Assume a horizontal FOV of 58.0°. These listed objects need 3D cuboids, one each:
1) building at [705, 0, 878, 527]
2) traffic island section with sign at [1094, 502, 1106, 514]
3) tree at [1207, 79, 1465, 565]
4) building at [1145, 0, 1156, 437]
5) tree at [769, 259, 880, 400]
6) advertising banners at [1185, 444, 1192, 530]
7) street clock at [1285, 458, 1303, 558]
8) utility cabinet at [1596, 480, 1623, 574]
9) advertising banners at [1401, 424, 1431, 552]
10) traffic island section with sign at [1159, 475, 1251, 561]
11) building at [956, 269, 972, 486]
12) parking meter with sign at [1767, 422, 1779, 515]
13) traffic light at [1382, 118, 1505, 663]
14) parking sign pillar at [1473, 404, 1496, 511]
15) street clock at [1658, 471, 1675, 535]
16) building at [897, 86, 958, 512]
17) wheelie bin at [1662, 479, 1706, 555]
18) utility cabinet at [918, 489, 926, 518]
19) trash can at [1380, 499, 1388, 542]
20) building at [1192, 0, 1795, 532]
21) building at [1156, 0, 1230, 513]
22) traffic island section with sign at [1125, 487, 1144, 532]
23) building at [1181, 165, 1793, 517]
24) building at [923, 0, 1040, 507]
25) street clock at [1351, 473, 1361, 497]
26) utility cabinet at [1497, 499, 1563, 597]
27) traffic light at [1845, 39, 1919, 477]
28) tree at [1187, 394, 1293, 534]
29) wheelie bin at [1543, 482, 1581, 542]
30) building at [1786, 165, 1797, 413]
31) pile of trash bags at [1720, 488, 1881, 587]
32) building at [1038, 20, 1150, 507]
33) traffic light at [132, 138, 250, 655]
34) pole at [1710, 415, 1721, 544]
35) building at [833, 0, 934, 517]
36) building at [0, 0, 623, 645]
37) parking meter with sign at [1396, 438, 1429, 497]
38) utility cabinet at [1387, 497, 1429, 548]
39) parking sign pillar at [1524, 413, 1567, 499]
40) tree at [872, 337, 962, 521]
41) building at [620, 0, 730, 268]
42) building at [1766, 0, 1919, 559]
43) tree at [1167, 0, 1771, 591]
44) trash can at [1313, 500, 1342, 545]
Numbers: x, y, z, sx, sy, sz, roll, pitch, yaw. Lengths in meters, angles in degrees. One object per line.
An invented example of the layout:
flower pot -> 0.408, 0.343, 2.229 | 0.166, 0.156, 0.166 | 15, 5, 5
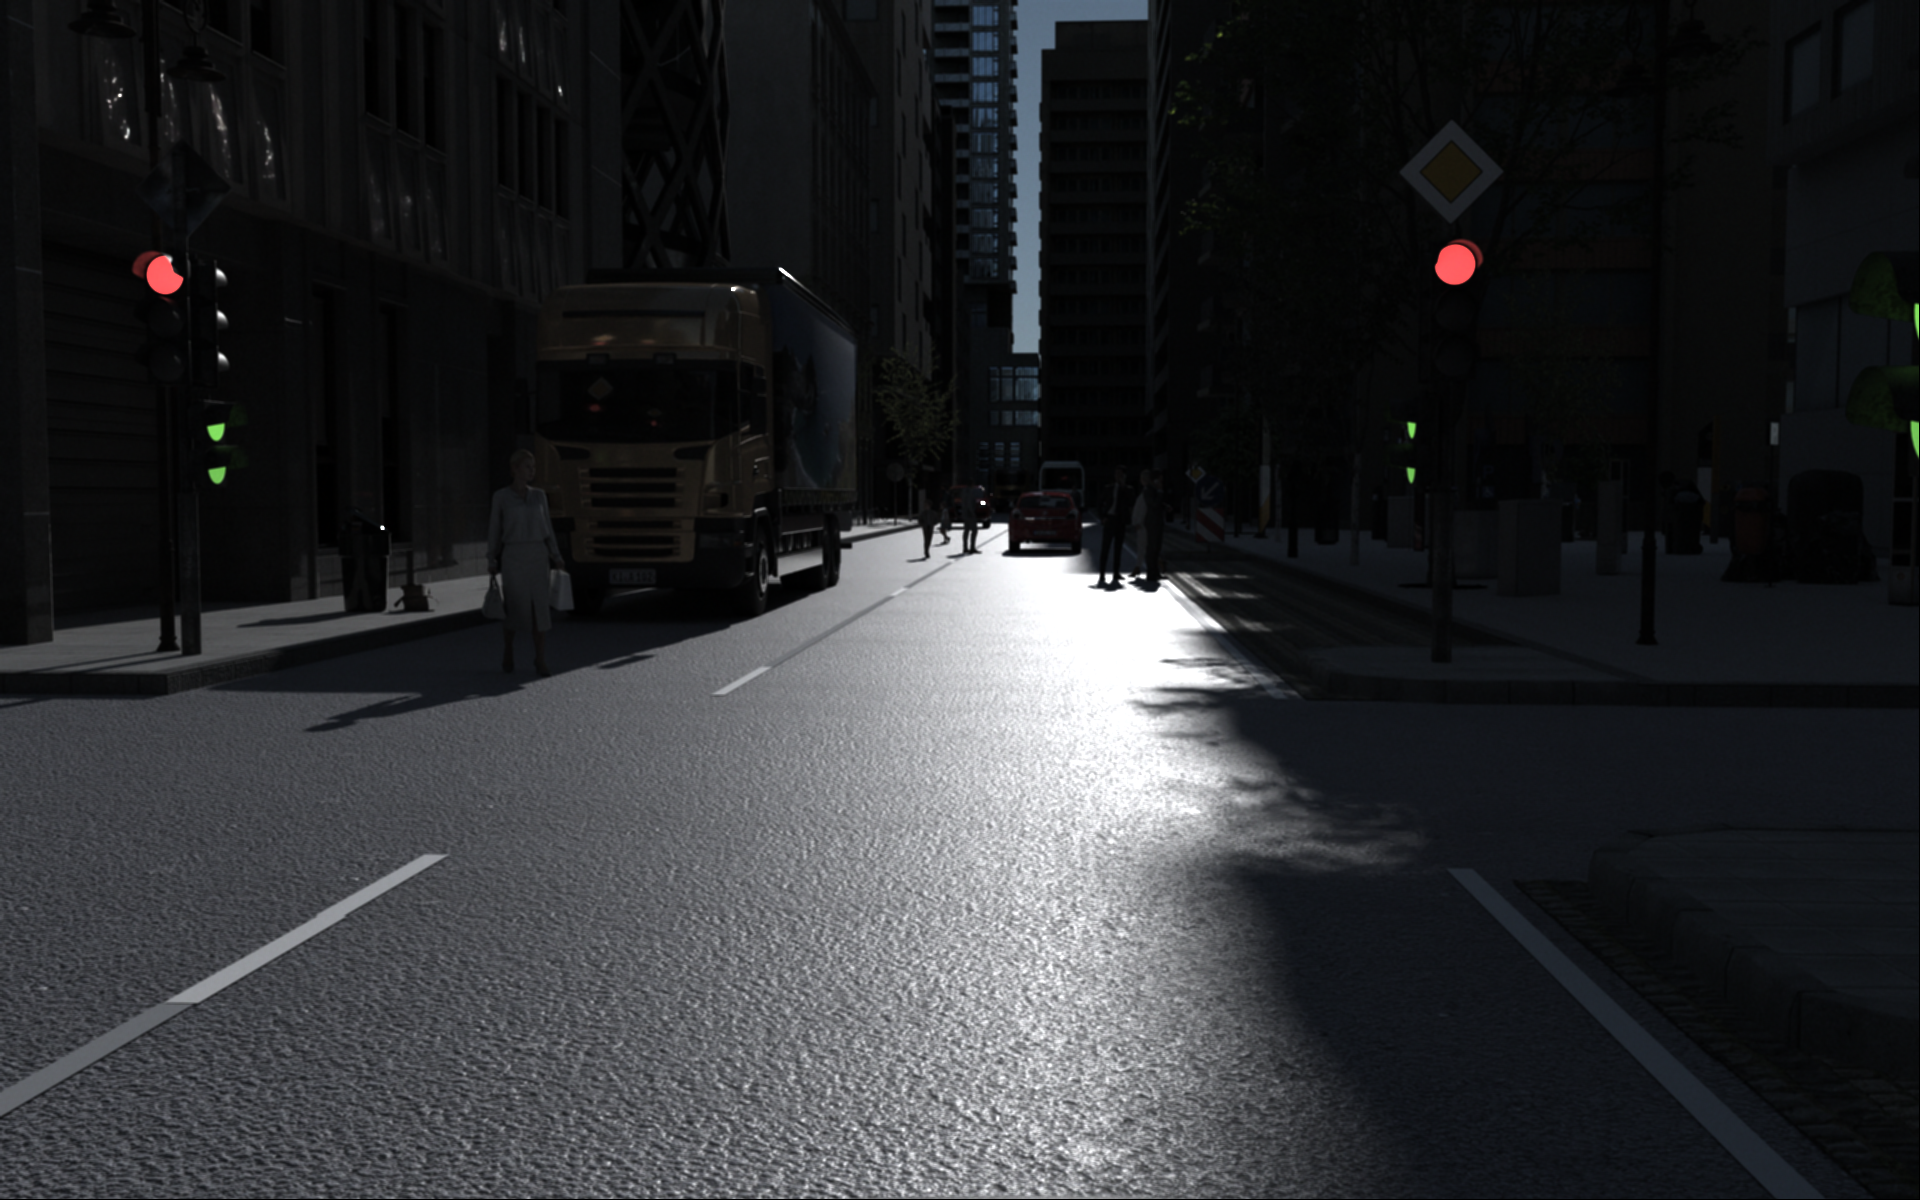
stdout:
building -> -8.998, -13.307, 66.718 | 9.793, 20.994, 18.267 | 0, 4, 4
traffic island section with sign -> 11.973, -8.170, 142.210 | 1.989, 1.847, 2.006 | 0, 4, 4
tree -> 6.989, -4.940, 31.131 | 4.360, 8.622, 3.978 | 0, 3, 0
building -> 29.930, -34.146, 147.532 | 28.713, 52.752, 27.495 | 0, 4, 4
tree -> -4.969, -6.392, 54.867 | 4.737, 8.622, 4.395 | 0, 3, 0
advertising banners -> 8.150, -4.004, 61.650 | 0.090, 3.025, 2.074 | 0, 4, 3
street clock -> 6.737, -1.861, 35.000 | 0.358, 2.002, 0.471 | 1, 4, 17
utility cabinet -> 10.455, -1.176, 27.899 | 0.318, 1.500, 1.173 | 2, 4, 25
advertising banners -> 10.307, -2.604, 38.769 | 0.090, 3.025, 2.074 | -1, 4, -10
traffic island section with sign -> 5.279, -1.784, 37.789 | 1.989, 1.847, 2.006 | 0, 4, 4
building -> -14.162, -18.721, 151.120 | 28.899, 21.520, 27.650 | 0, 4, 4
parking meter with sign -> 20.379, -2.777, 41.669 | 1.738, 3.016, 0.543 | 3, 5, 44
traffic light -> 3.662, -1.481, 13.129 | 0.839, 4.253, 0.868 | 0, 4, 4
parking sign pillar -> 15.464, -3.825, 51.013 | 1.447, 3.967, 1.447 | 1, 4, 8
street clock -> 22.178, -3.048, 54.413 | 0.471, 2.002, 0.358 | 1, 4, 12
building -> -7.673, -21.523, 123.601 | 14.160, 30.474, 14.107 | 0, 4, 4
wheelie bin -> 15.380, -1.769, 36.828 | 0.693, 1.594, 0.980 | -1, 4, -13
utility cabinet -> -1.775, -4.394, 80.520 | 0.318, 1.500, 1.173 | 0, 4, 1
trash can -> 11.972, -2.208, 47.752 | 0.748, 1.137, 0.748 | 0, 3, 0
building -> 21.553, -25.532, 72.068 | 22.147, 44.769, 28.867 | 0, 4, 4
building -> 25.089, -30.564, 123.418 | 21.300, 48.544, 21.600 | 0, 4, 4
traffic island section with sign -> 7.040, -3.463, 65.251 | 1.989, 1.847, 2.006 | 0, 4, 4
building -> 29.556, -24.969, 100.129 | 32.217, 40.220, 23.993 | 0, 4, 4
building -> -6.999, -53.245, 183.223 | 31.000, 86.520, 22.319 | 0, 4, 4
street clock -> 12.693, -3.119, 55.566 | 0.358, 2.002, 0.471 | 2, 4, 25
utility cabinet -> 7.206, -0.657, 21.908 | 1.020, 1.237, 0.306 | -3, 5, -40
traffic light -> 3.152, -0.993, 5.160 | 0.839, 4.253, 0.868 | 0, 4, 4
tree -> 9.136, -4.412, 55.846 | 4.285, 4.588, 4.351 | 0, 3, 0
wheelie bin -> 16.061, -2.342, 46.202 | 0.980, 1.594, 0.693 | 2, 4, 29
building -> 75.125, -34.248, 179.559 | 30.456, 49.044, 23.786 | 0, 4, 4
pile of trash bags -> 11.957, -0.935, 25.037 | 1.912, 1.369, 3.447 | 3, 5, 43
building -> 19.186, -34.131, 181.739 | 21.600, 48.544, 21.300 | 0, 4, 4
traffic light -> -6.131, -1.518, 13.737 | 0.839, 4.253, 0.868 | 0, 4, 4
pole -> 19.531, -3.115, 44.774 | 0.158, 3.312, 0.155 | 0, 3, 0
building -> -15.926, -31.401, 102.643 | 28.713, 52.752, 27.495 | 0, 4, 4
building -> -13.275, -12.612, 24.232 | 12.078, 24.808, 19.932 | 0, 4, 4
parking meter with sign -> 14.281, -3.525, 53.896 | 1.738, 3.016, 0.543 | -3, 5, -42
utility cabinet -> 10.694, -1.837, 41.190 | 1.020, 1.237, 0.306 | 1, 4, 16
parking sign pillar -> 19.442, -4.224, 57.534 | 1.447, 3.967, 1.447 | 0, 4, -8
tree -> -2.119, -8.021, 81.506 | 4.360, 8.622, 3.978 | 0, 3, 0
building -> -14.507, -10.750, 43.210 | 16.820, 18.784, 16.811 | 0, 4, 4
building -> 30.156, -26.570, 23.666 | 27.495, 52.752, 28.713 | 0, 4, 4
tree -> 6.667, -5.974, 23.430 | 9.928, 11.665, 9.643 | 0, 3, 0
trash can -> 9.328, -1.980, 44.030 | 0.748, 1.137, 0.748 | 0, 3, 0
